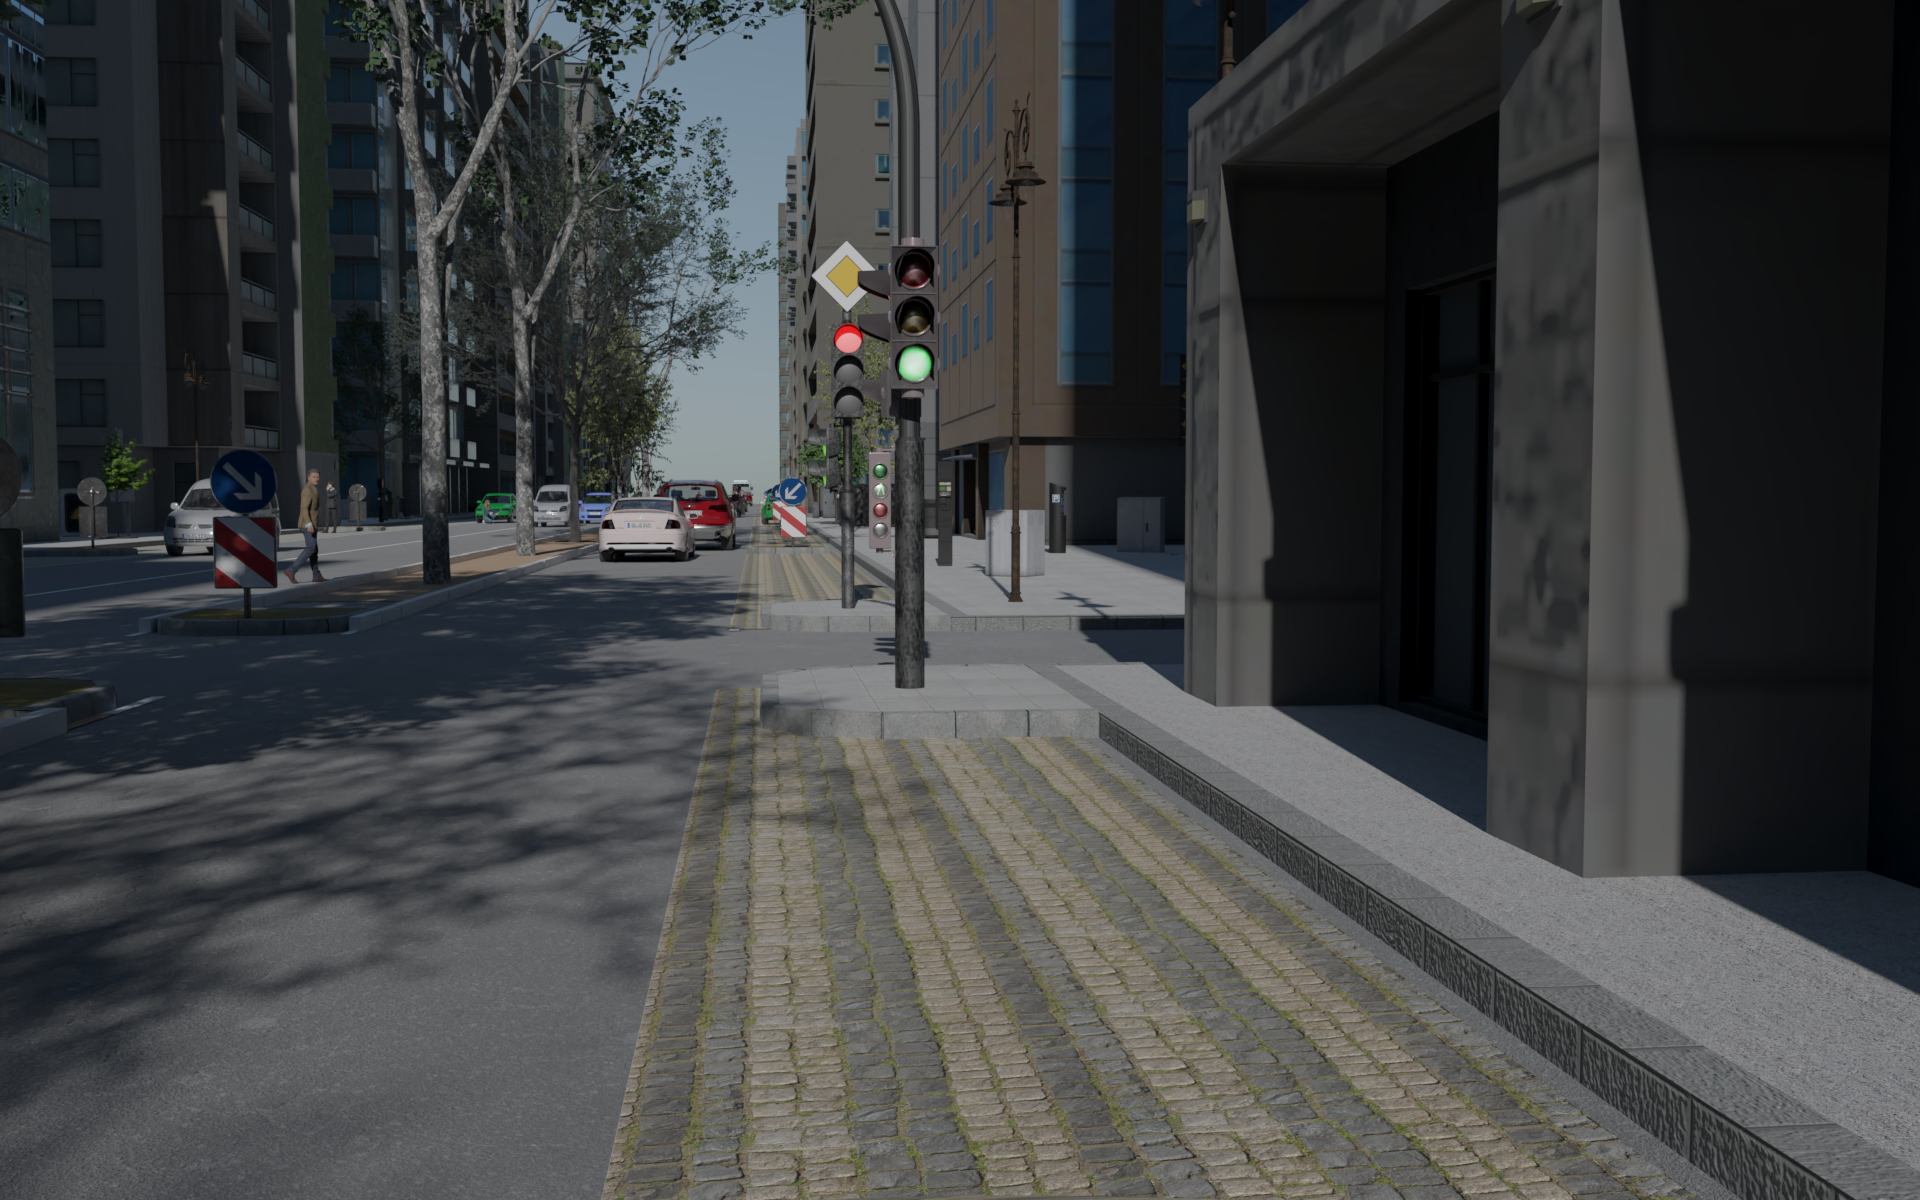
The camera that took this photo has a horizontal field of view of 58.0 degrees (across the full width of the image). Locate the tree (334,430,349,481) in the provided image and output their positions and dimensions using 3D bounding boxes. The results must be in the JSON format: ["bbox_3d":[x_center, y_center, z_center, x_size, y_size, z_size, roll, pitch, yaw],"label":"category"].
[{"bbox_3d":[-27.349,-5.472,73.178,4.285,4.588,4.351,0,3,0],"label":"tree"}]

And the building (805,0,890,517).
[{"bbox_3d":[1.420,-29.572,107.202,21.300,48.544,21.600,0,4,-7],"label":"building"}]

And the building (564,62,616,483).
[{"bbox_3d":[-57.699,-38.293,215.324,28.713,52.752,27.495,0,4,-7],"label":"building"}]

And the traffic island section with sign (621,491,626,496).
[{"bbox_3d":[-38.448,-11.574,197.866,1.989,1.847,2.006,0,4,-7],"label":"traffic island section with sign"}]

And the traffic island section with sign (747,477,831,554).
[{"bbox_3d":[-4.176,-2.047,42.094,1.989,1.847,2.006,0,4,-7],"label":"traffic island section with sign"}]

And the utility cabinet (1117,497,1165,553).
[{"bbox_3d":[3.982,-1.650,38.139,1.020,1.237,0.306,2,4,26],"label":"utility cabinet"}]

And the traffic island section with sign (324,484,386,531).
[{"bbox_3d":[-23.391,-3.577,67.105,1.989,1.847,2.006,0,4,-7],"label":"traffic island section with sign"}]

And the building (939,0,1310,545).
[{"bbox_3d":[6.988,-24.410,49.211,14.600,45.320,14.200,0,4,-7],"label":"building"}]

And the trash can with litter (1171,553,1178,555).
[{"bbox_3d":[5.462,-1.515,35.835,2.233,1.210,1.678,3,4,36],"label":"trash can with litter"}]

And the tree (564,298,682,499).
[{"bbox_3d":[-12.106,-6.647,61.501,4.360,8.622,3.978,0,3,0],"label":"tree"}]

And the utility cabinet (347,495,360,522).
[{"bbox_3d":[-27.772,-4.171,79.361,0.306,1.237,1.020,0,4,-6],"label":"utility cabinet"}]

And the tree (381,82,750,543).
[{"bbox_3d":[-11.438,-8.452,51.010,12.009,13.543,11.850,0,3,0],"label":"tree"}]

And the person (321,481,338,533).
[{"bbox_3d":[-22.938,-3.375,63.048,0.648,1.900,0.474,3,4,37],"label":"person"}]

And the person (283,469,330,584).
[{"bbox_3d":[-10.490,-1.191,27.876,0.656,1.842,0.836,3,5,40],"label":"person"}]

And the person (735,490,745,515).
[{"bbox_3d":[-15.125,-6.720,119.170,0.742,1.727,0.445,0,4,-2],"label":"person"}]

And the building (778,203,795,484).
[{"bbox_3d":[-18.659,-34.378,245.679,14.154,41.232,14.086,0,4,-7],"label":"building"}]

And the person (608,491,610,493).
[{"bbox_3d":[-34.006,-9.708,167.892,0.621,1.740,0.551,0,4,-4],"label":"person"}]

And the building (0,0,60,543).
[{"bbox_3d":[-32.067,-43.784,28.544,22.319,86.520,31.000,0,4,-7],"label":"building"}]

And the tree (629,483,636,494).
[{"bbox_3d":[-47.836,-15.674,250.876,1.663,3.219,1.824,0,3,0],"label":"tree"}]

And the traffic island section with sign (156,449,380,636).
[{"bbox_3d":[-7.410,-0.628,18.404,2.006,1.907,1.989,0,4,-7],"label":"traffic island section with sign"}]

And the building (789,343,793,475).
[{"bbox_3d":[-5.023,-21.384,194.665,27.650,21.520,28.899,0,4,-7],"label":"building"}]

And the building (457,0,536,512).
[{"bbox_3d":[-44.691,-31.046,131.296,21.300,48.544,21.600,0,4,-7],"label":"building"}]

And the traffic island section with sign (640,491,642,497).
[{"bbox_3d":[-41.600,-13.250,225.265,1.989,1.847,2.006,0,4,-7],"label":"traffic island section with sign"}]

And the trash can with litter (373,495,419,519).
[{"bbox_3d":[-28.879,-4.741,88.571,2.233,1.210,1.678,1,4,14],"label":"trash can with litter"}]

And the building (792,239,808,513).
[{"bbox_3d":[1.504,-17.642,133.485,27.650,21.520,28.899,0,4,-7],"label":"building"}]

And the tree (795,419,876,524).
[{"bbox_3d":[-5.342,-5.516,73.904,4.285,4.588,4.351,0,3,0],"label":"tree"}]

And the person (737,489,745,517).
[{"bbox_3d":[-13.395,-5.913,105.973,0.742,1.727,0.445,2,4,28],"label":"person"}]

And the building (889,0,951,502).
[{"bbox_3d":[7.280,-32.794,78.186,21.231,58.520,28.212,0,4,-7],"label":"building"}]

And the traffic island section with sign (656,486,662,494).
[{"bbox_3d":[-16.019,-5.193,93.049,2.006,1.907,1.989,0,4,-7],"label":"traffic island section with sign"}]

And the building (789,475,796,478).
[{"bbox_3d":[0.401,-28.592,159.358,32.217,40.220,23.993,0,4,-7],"label":"building"}]

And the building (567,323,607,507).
[{"bbox_3d":[-53.677,-20.961,187.746,27.650,21.520,28.899,0,4,-7],"label":"building"}]

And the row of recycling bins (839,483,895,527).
[{"bbox_3d":[-3.574,-3.746,68.360,1.069,1.692,3.534,-3,5,-40],"label":"row of recycling bins"}]

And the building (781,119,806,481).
[{"bbox_3d":[-11.207,-36.961,223.920,23.786,49.044,30.456,0,4,-7],"label":"building"}]

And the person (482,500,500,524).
[{"bbox_3d":[-22.649,-4.259,83.630,0.738,1.151,1.012,2,4,24],"label":"person"}]

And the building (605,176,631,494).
[{"bbox_3d":[-52.795,-35.899,237.059,14.600,45.320,14.200,0,4,-7],"label":"building"}]

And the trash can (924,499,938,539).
[{"bbox_3d":[-0.809,-2.334,49.808,0.748,1.137,0.748,0,3,0],"label":"trash can"}]

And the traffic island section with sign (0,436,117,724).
[{"bbox_3d":[-6.572,-0.178,11.044,2.006,1.907,1.989,0,4,-7],"label":"traffic island section with sign"}]

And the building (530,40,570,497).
[{"bbox_3d":[-42.087,-28.579,150.860,14.154,41.232,14.086,0,4,-7],"label":"building"}]

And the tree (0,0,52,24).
[{"bbox_3d":[-6.078,-5.878,5.210,9.857,13.997,8.962,0,3,0],"label":"tree"}]

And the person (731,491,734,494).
[{"bbox_3d":[-19.302,-8.435,147.334,0.530,1.710,0.541,2,4,31],"label":"person"}]

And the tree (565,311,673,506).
[{"bbox_3d":[-13.881,-7.278,71.819,4.737,8.622,4.395,0,3,0],"label":"tree"}]

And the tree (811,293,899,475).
[{"bbox_3d":[-3.014,-6.760,60.889,4.737,8.622,4.395,0,3,0],"label":"tree"}]

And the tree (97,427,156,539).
[{"bbox_3d":[-24.305,-3.378,49.830,1.663,3.219,1.824,0,3,0],"label":"tree"}]

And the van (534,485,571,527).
[{"bbox_3d":[-17.767,-4.220,76.006,2.013,2.044,4.112,0,4,-5],"label":"van"}]

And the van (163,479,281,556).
[{"bbox_3d":[-17.685,-2.115,41.584,2.013,2.044,4.112,0,4,-5],"label":"van"}]

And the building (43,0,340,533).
[{"bbox_3d":[-31.089,-23.066,60.726,14.154,41.232,14.086,0,4,-7],"label":"building"}]

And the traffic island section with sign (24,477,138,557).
[{"bbox_3d":[-20.278,-1.927,40.136,1.989,1.847,2.006,0,4,-7],"label":"traffic island section with sign"}]

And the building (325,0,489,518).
[{"bbox_3d":[-42.363,-29.681,104.893,23.786,49.044,30.456,0,4,-7],"label":"building"}]

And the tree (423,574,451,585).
[{"bbox_3d":[-6.964,-10.258,26.062,12.611,20.169,13.585,0,3,0],"label":"tree"}]

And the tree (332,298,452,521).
[{"bbox_3d":[-28.020,-9.090,83.037,7.601,10.594,8.767,-1,4,-13],"label":"tree"}]
